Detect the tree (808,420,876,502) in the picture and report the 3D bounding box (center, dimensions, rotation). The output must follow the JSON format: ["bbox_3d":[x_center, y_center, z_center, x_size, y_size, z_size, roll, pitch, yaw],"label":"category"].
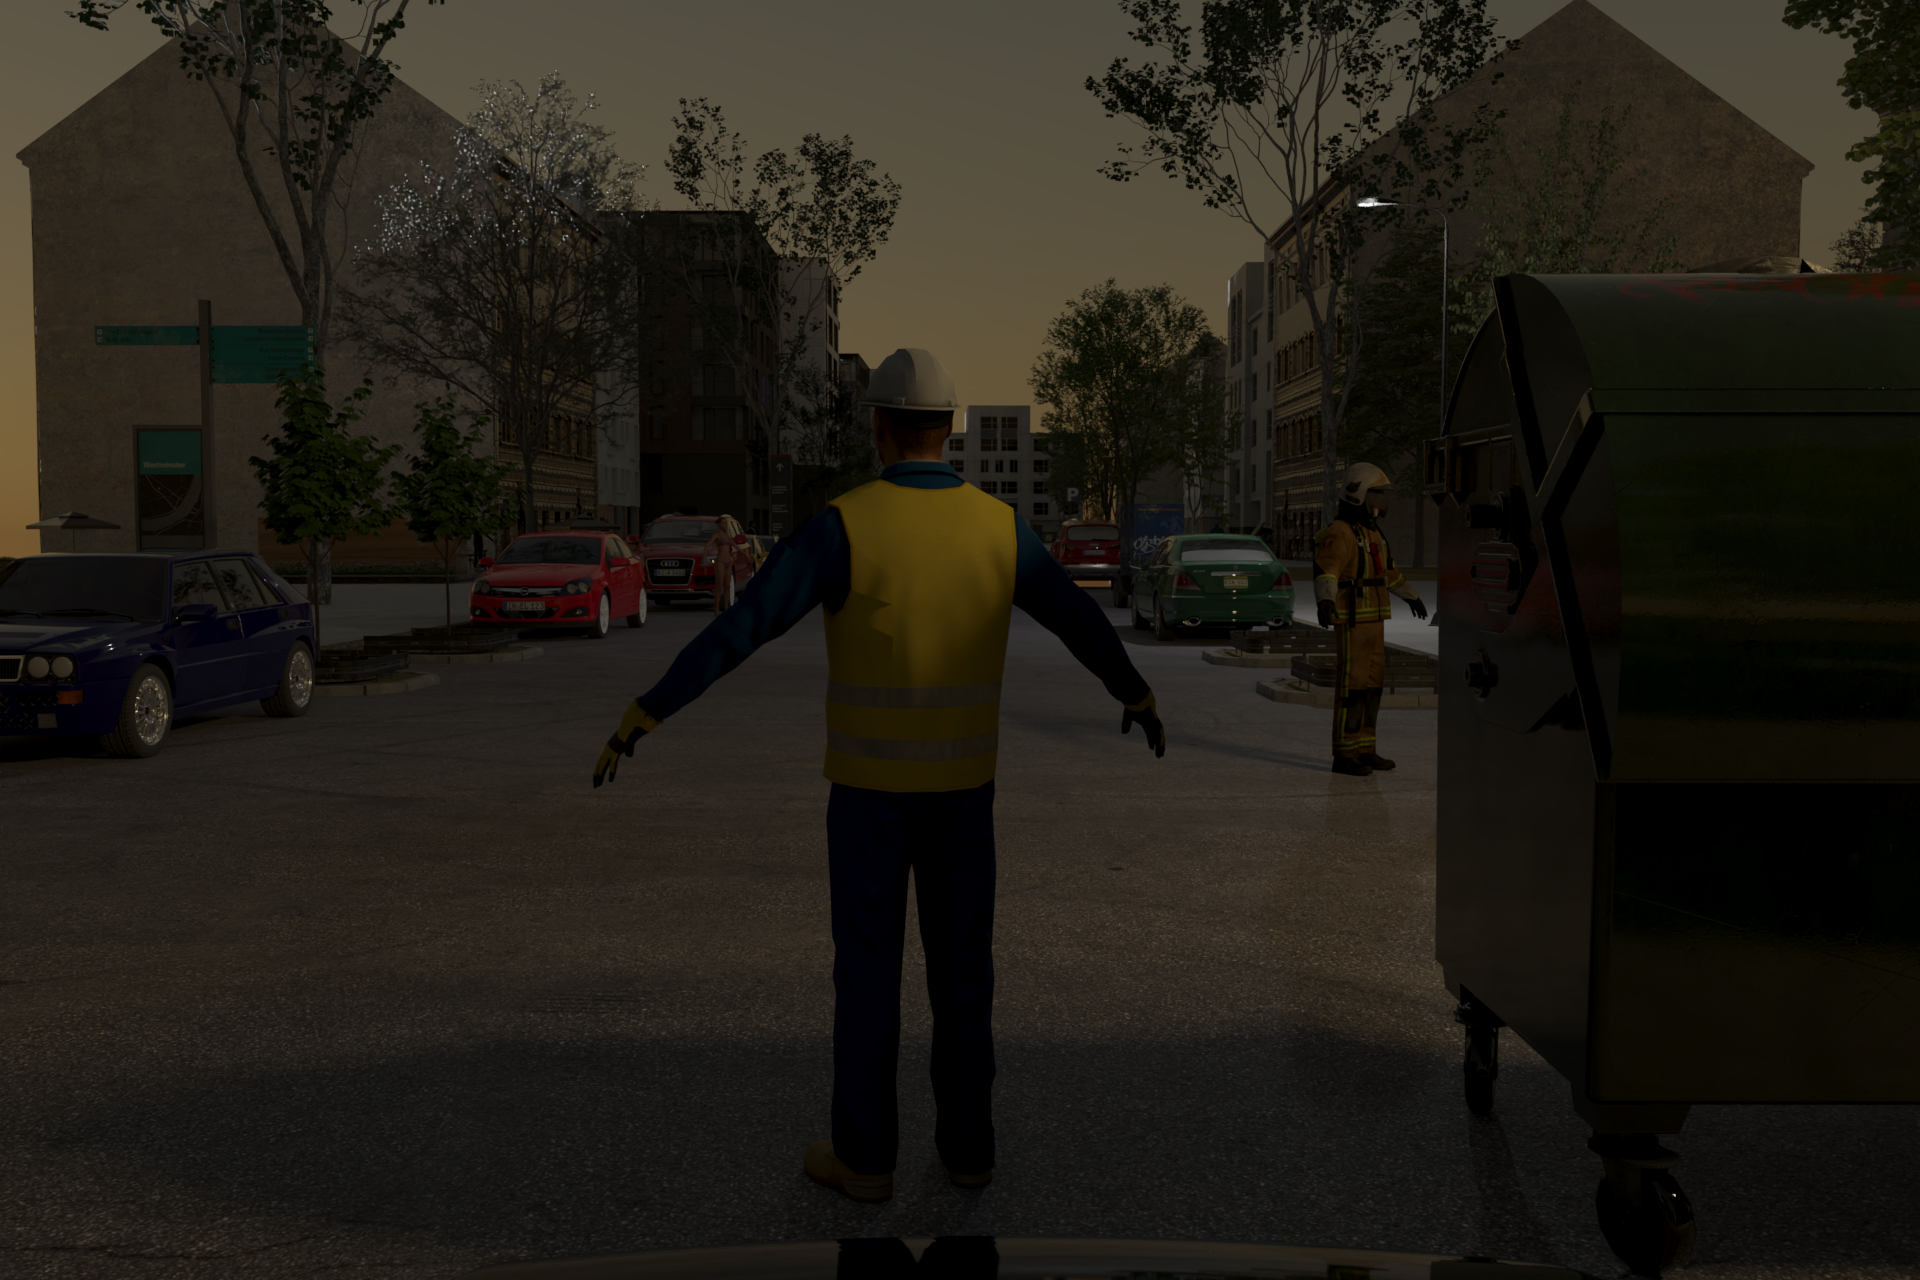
[{"bbox_3d":[-7.688,-9.348,103.209,4.360,8.622,3.978,0,3,0],"label":"tree"}]

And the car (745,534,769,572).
[{"bbox_3d":[-5.463,-1.889,41.111,2.015,1.641,3.980,0,4,1],"label":"car"}]

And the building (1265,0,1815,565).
[{"bbox_3d":[25.381,-15.257,80.376,19.493,23.208,18.063,0,4,0],"label":"building"}]

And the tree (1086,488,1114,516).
[{"bbox_3d":[20.128,-17.920,243.352,4.360,8.622,3.978,0,3,0],"label":"tree"}]

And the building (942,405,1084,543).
[{"bbox_3d":[0.921,-22.957,244.261,31.486,18.905,16.747,0,4,-1],"label":"building"}]

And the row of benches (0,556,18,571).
[{"bbox_3d":[-26.844,-2.003,48.219,1.422,0.672,4.104,2,4,26],"label":"row of benches"}]

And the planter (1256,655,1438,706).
[{"bbox_3d":[3.690,0.352,15.382,1.991,0.319,1.994,0,4,0],"label":"planter"}]

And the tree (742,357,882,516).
[{"bbox_3d":[-7.918,-9.643,92.078,8.767,10.594,7.601,1,4,18],"label":"tree"}]

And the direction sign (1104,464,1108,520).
[{"bbox_3d":[4.733,-3.925,56.165,0.379,3.537,0.876,0,4,-1],"label":"direction sign"}]

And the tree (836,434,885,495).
[{"bbox_3d":[-7.151,-10.587,123.454,4.737,8.622,4.395,0,3,0],"label":"tree"}]

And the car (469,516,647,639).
[{"bbox_3d":[-5.739,-0.979,25.046,2.155,1.783,4.494,0,4,1],"label":"car"}]

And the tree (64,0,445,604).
[{"bbox_3d":[-13.049,-10.674,30.403,12.611,20.169,13.585,0,3,0],"label":"tree"}]

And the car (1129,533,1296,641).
[{"bbox_3d":[3.531,-0.787,24.661,2.131,1.459,4.920,0,4,-1],"label":"car"}]

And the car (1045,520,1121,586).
[{"bbox_3d":[3.451,-2.329,46.748,2.281,1.827,5.304,0,4,1],"label":"car"}]

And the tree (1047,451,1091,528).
[{"bbox_3d":[8.540,-11.314,135.341,4.737,8.622,4.395,0,3,0],"label":"tree"}]

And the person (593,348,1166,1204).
[{"bbox_3d":[-0.115,0.282,3.817,1.349,1.833,0.705,-1,4,-21],"label":"person"}]

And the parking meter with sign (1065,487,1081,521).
[{"bbox_3d":[4.161,-4.111,63.482,0.543,3.016,1.738,0,4,1],"label":"parking meter with sign"}]

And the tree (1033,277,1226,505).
[{"bbox_3d":[6.771,-8.769,69.123,9.928,11.665,9.643,0,3,0],"label":"tree"}]

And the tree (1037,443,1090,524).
[{"bbox_3d":[7.402,-10.662,124.693,4.737,8.622,4.395,0,3,0],"label":"tree"}]

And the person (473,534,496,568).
[{"bbox_3d":[-18.237,-3.635,65.651,0.704,1.802,1.346,3,5,40],"label":"person"}]

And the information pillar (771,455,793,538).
[{"bbox_3d":[-5.846,-4.126,56.842,0.750,3.857,0.750,0,4,2],"label":"information pillar"}]

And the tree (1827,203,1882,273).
[{"bbox_3d":[29.073,-8.544,50.061,12.009,13.543,11.850,0,3,0],"label":"tree"}]

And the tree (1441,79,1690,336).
[{"bbox_3d":[10.008,-4.822,29.205,4.737,8.622,4.395,0,3,0],"label":"tree"}]

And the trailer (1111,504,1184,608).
[{"bbox_3d":[3.739,-1.679,34.502,1.471,1.999,3.904,0,3,0],"label":"trailer"}]

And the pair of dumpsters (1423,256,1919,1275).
[{"bbox_3d":[3.331,0.068,3.833,4.436,2.255,1.574,0,4,0],"label":"pair of dumpsters"}]

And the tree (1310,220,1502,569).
[{"bbox_3d":[16.839,-8.900,63.644,7.486,12.596,7.792,0,3,0],"label":"tree"}]

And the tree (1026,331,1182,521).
[{"bbox_3d":[7.394,-9.883,87.341,9.928,11.665,9.643,0,3,0],"label":"tree"}]

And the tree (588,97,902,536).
[{"bbox_3d":[-9.594,-13.512,76.811,12.611,20.169,13.585,0,3,0],"label":"tree"}]

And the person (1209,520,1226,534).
[{"bbox_3d":[9.863,-3.702,66.656,1.347,1.817,0.704,-1,4,-18],"label":"person"}]

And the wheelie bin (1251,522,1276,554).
[{"bbox_3d":[7.668,-2.209,44.026,0.693,1.594,0.980,0,4,0],"label":"wheelie bin"}]

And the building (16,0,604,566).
[{"bbox_3d":[-27.675,-15.115,78.056,19.493,23.208,18.063,0,4,1],"label":"building"}]

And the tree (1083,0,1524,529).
[{"bbox_3d":[8.414,-11.568,45.024,12.611,20.169,13.585,0,3,0],"label":"tree"}]

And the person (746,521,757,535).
[{"bbox_3d":[-7.105,-3.252,59.898,0.721,1.740,1.216,1,4,21],"label":"person"}]

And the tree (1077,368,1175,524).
[{"bbox_3d":[7.016,-7.680,75.925,4.737,8.622,4.395,0,3,0],"label":"tree"}]

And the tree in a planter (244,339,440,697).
[{"bbox_3d":[-5.999,-1.154,16.084,1.991,3.239,1.994,0,4,1],"label":"tree in a planter"}]

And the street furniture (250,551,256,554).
[{"bbox_3d":[-29.835,-2.777,61.035,10.072,0.657,5.734,0,4,-7],"label":"street furniture"}]

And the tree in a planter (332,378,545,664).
[{"bbox_3d":[-5.941,-1.394,20.018,1.991,3.239,1.994,0,4,2],"label":"tree in a planter"}]

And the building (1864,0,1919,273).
[{"bbox_3d":[26.491,-14.052,27.021,12.463,27.353,25.104,0,4,0],"label":"building"}]

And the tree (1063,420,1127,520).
[{"bbox_3d":[8.122,-9.654,108.199,4.737,8.622,4.395,0,3,0],"label":"tree"}]

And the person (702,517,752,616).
[{"bbox_3d":[-4.071,-1.276,30.123,0.721,1.733,1.217,2,4,35],"label":"person"}]

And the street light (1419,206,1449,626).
[{"bbox_3d":[7.245,-3.146,23.979,1.470,5.913,1.316,0,4,1],"label":"street light"}]

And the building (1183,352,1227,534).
[{"bbox_3d":[28.249,-19.664,177.919,16.016,20.090,11.380,0,4,1],"label":"building"}]

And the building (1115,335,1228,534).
[{"bbox_3d":[27.970,-22.616,200.705,19.493,23.208,18.063,0,4,1],"label":"building"}]

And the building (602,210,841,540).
[{"bbox_3d":[-23.897,-17.250,126.012,27.936,21.610,32.646,0,4,1],"label":"building"}]

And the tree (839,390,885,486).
[{"bbox_3d":[-7.466,-14.527,147.892,12.009,13.543,11.850,0,3,0],"label":"tree"}]

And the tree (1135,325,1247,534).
[{"bbox_3d":[8.202,-6.738,60.530,4.737,8.622,4.395,0,3,0],"label":"tree"}]

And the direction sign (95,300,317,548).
[{"bbox_3d":[-8.602,-1.936,20.416,2.525,3.948,1.411,0,4,1],"label":"direction sign"}]

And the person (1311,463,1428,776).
[{"bbox_3d":[2.426,-0.133,10.398,0.705,1.858,1.354,3,4,38],"label":"person"}]

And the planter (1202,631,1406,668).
[{"bbox_3d":[3.776,0.099,19.529,1.991,0.319,1.994,0,3,0],"label":"planter"}]

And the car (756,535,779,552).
[{"bbox_3d":[-5.565,-2.115,46.584,2.014,1.417,4.499,0,4,1],"label":"car"}]

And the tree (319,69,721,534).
[{"bbox_3d":[-11.546,-8.310,46.245,12.009,13.543,11.850,0,3,0],"label":"tree"}]

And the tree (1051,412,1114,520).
[{"bbox_3d":[7.752,-9.281,102.105,4.360,8.622,3.978,0,3,0],"label":"tree"}]

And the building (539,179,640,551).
[{"bbox_3d":[-24.881,-14.516,93.759,16.016,20.090,11.380,0,4,1],"label":"building"}]

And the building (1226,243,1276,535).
[{"bbox_3d":[26.809,-14.615,105.409,16.747,18.905,31.486,0,4,1],"label":"building"}]

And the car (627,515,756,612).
[{"bbox_3d":[-5.210,-1.533,33.733,2.281,1.827,5.304,0,4,0],"label":"car"}]

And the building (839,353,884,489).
[{"bbox_3d":[-21.694,-22.523,212.230,27.936,21.610,32.646,0,4,1],"label":"building"}]

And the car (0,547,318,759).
[{"bbox_3d":[-6.019,0.018,12.280,1.945,1.354,3.894,0,4,0],"label":"car"}]

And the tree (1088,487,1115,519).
[{"bbox_3d":[19.803,-17.569,237.619,4.360,8.622,3.978,0,3,0],"label":"tree"}]

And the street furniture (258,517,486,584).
[{"bbox_3d":[-17.595,-2.460,47.069,9.812,1.723,11.010,0,4,-6],"label":"street furniture"}]

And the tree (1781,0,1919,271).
[{"bbox_3d":[9.533,-5.746,12.068,7.486,12.596,7.792,0,3,0],"label":"tree"}]
